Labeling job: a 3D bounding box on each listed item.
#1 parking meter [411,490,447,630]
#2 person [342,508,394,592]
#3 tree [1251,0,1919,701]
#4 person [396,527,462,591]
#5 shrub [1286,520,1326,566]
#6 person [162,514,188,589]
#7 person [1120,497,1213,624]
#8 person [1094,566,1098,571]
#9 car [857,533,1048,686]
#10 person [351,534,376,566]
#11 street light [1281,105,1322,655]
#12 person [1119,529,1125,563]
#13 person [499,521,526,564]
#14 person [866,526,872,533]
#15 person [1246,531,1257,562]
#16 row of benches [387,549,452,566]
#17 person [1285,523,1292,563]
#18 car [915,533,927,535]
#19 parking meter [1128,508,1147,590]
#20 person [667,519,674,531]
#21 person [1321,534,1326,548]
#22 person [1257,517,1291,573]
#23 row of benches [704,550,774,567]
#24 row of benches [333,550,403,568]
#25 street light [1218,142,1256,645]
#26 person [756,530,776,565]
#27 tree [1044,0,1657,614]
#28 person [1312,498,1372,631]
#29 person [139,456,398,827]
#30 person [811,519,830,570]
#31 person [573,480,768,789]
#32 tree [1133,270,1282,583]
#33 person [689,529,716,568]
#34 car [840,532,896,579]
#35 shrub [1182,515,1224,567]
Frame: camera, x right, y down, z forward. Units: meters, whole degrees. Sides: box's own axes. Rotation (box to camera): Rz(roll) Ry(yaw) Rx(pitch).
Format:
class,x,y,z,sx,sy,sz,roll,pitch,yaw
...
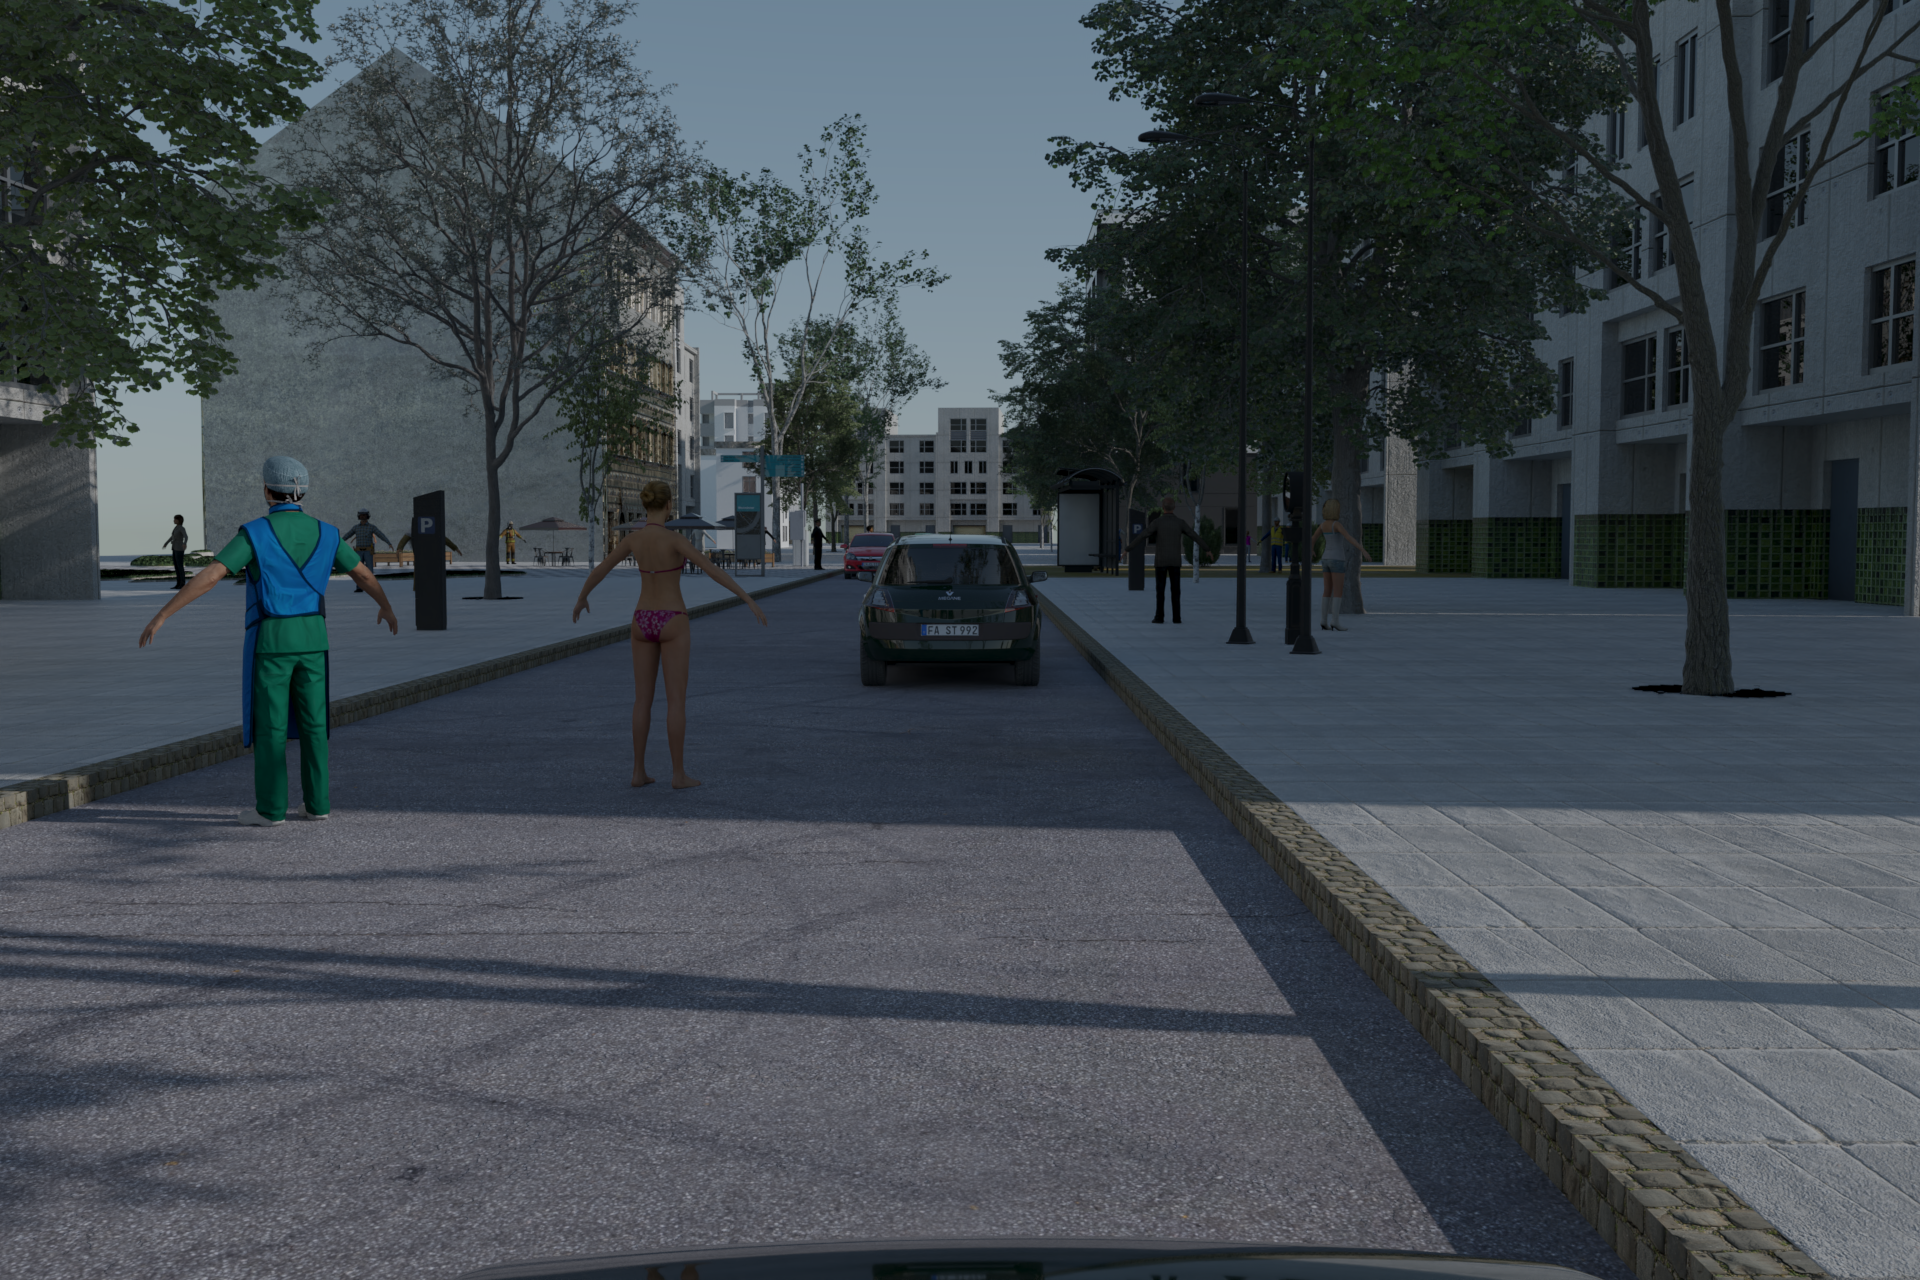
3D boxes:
class,x,y,z,sx,sy,sz,roll,pitch,yaw
parking meter,-7.085,-1.064,23.111,0.399,1.863,0.255,0,4,1
person,-13.077,-1.967,38.007,1.345,1.849,0.704,0,4,-1
tree,6.069,-5.379,13.702,9.928,11.665,9.643,0,3,0
person,-8.584,-1.297,27.984,0.721,1.736,1.217,3,4,38
shrub,14.065,-4.035,70.387,1.690,2.028,1.600,0,3,0
person,-18.233,-2.048,40.245,1.215,1.744,0.721,3,5,43
person,2.984,-1.143,24.868,1.348,1.807,0.705,0,4,-2
person,4.590,-3.300,60.228,1.348,1.796,0.705,1,4,14
car,-0.083,-0.486,17.735,2.009,1.686,4.222,0,4,0
person,-24.017,-3.899,69.887,1.345,1.843,0.704,2,4,26
street light,4.249,-2.804,18.391,1.470,5.913,1.316,0,4,0
person,6.988,-4.354,77.040,1.347,1.847,0.705,0,4,4
person,-19.013,-4.128,73.268,1.354,1.858,0.705,-3,5,-41
person,-3.230,-3.319,63.442,0.721,1.740,1.216,-2,4,-30
person,13.080,-4.238,78.555,0.991,1.433,0.599,3,4,38
row of benches,-22.086,-3.399,71.039,1.422,0.672,4.104,1,4,13
person,14.791,-4.354,77.648,1.216,1.772,0.721,-1,4,-22
car,-2.249,-6.185,109.915,1.959,1.807,4.718,0,4,0
parking meter,4.041,-2.063,39.435,0.399,1.863,0.255,0,4,1
person,-10.008,-3.278,59.817,0.704,1.802,1.346,2,4,29
person,16.777,-4.457,79.007,0.704,1.812,1.346,-2,4,-27
person,10.362,-3.104,56.715,1.349,1.833,0.705,3,5,41
row of benches,-8.851,-3.189,67.609,4.104,0.672,1.422,3,4,37
row of benches,-23.503,-3.143,66.851,4.104,0.672,1.422,-1,4,-12
street light,3.830,-2.909,20.095,1.470,5.913,1.316,0,4,0
person,-8.307,-4.049,72.382,1.347,1.806,0.705,1,4,13
tree,6.120,-7.404,27.705,9.857,13.997,8.962,0,3,0
person,5.021,-1.005,23.038,0.721,1.753,1.214,-2,4,-28
person,-3.357,-0.001,8.600,0.704,1.817,1.347,3,5,40
person,-5.049,-3.429,61.998,0.705,1.837,1.347,2,4,23
person,-1.673,-0.037,9.859,1.217,1.733,0.721,1,4,17
tree,6.322,-5.818,45.493,4.737,8.622,4.395,0,3,0
person,-9.810,-3.629,65.522,1.347,1.806,0.705,2,4,33
car,-2.803,-2.903,56.497,2.155,1.783,4.494,0,3,0
shrub,9.357,-3.836,66.767,1.661,2.075,1.752,0,3,0
